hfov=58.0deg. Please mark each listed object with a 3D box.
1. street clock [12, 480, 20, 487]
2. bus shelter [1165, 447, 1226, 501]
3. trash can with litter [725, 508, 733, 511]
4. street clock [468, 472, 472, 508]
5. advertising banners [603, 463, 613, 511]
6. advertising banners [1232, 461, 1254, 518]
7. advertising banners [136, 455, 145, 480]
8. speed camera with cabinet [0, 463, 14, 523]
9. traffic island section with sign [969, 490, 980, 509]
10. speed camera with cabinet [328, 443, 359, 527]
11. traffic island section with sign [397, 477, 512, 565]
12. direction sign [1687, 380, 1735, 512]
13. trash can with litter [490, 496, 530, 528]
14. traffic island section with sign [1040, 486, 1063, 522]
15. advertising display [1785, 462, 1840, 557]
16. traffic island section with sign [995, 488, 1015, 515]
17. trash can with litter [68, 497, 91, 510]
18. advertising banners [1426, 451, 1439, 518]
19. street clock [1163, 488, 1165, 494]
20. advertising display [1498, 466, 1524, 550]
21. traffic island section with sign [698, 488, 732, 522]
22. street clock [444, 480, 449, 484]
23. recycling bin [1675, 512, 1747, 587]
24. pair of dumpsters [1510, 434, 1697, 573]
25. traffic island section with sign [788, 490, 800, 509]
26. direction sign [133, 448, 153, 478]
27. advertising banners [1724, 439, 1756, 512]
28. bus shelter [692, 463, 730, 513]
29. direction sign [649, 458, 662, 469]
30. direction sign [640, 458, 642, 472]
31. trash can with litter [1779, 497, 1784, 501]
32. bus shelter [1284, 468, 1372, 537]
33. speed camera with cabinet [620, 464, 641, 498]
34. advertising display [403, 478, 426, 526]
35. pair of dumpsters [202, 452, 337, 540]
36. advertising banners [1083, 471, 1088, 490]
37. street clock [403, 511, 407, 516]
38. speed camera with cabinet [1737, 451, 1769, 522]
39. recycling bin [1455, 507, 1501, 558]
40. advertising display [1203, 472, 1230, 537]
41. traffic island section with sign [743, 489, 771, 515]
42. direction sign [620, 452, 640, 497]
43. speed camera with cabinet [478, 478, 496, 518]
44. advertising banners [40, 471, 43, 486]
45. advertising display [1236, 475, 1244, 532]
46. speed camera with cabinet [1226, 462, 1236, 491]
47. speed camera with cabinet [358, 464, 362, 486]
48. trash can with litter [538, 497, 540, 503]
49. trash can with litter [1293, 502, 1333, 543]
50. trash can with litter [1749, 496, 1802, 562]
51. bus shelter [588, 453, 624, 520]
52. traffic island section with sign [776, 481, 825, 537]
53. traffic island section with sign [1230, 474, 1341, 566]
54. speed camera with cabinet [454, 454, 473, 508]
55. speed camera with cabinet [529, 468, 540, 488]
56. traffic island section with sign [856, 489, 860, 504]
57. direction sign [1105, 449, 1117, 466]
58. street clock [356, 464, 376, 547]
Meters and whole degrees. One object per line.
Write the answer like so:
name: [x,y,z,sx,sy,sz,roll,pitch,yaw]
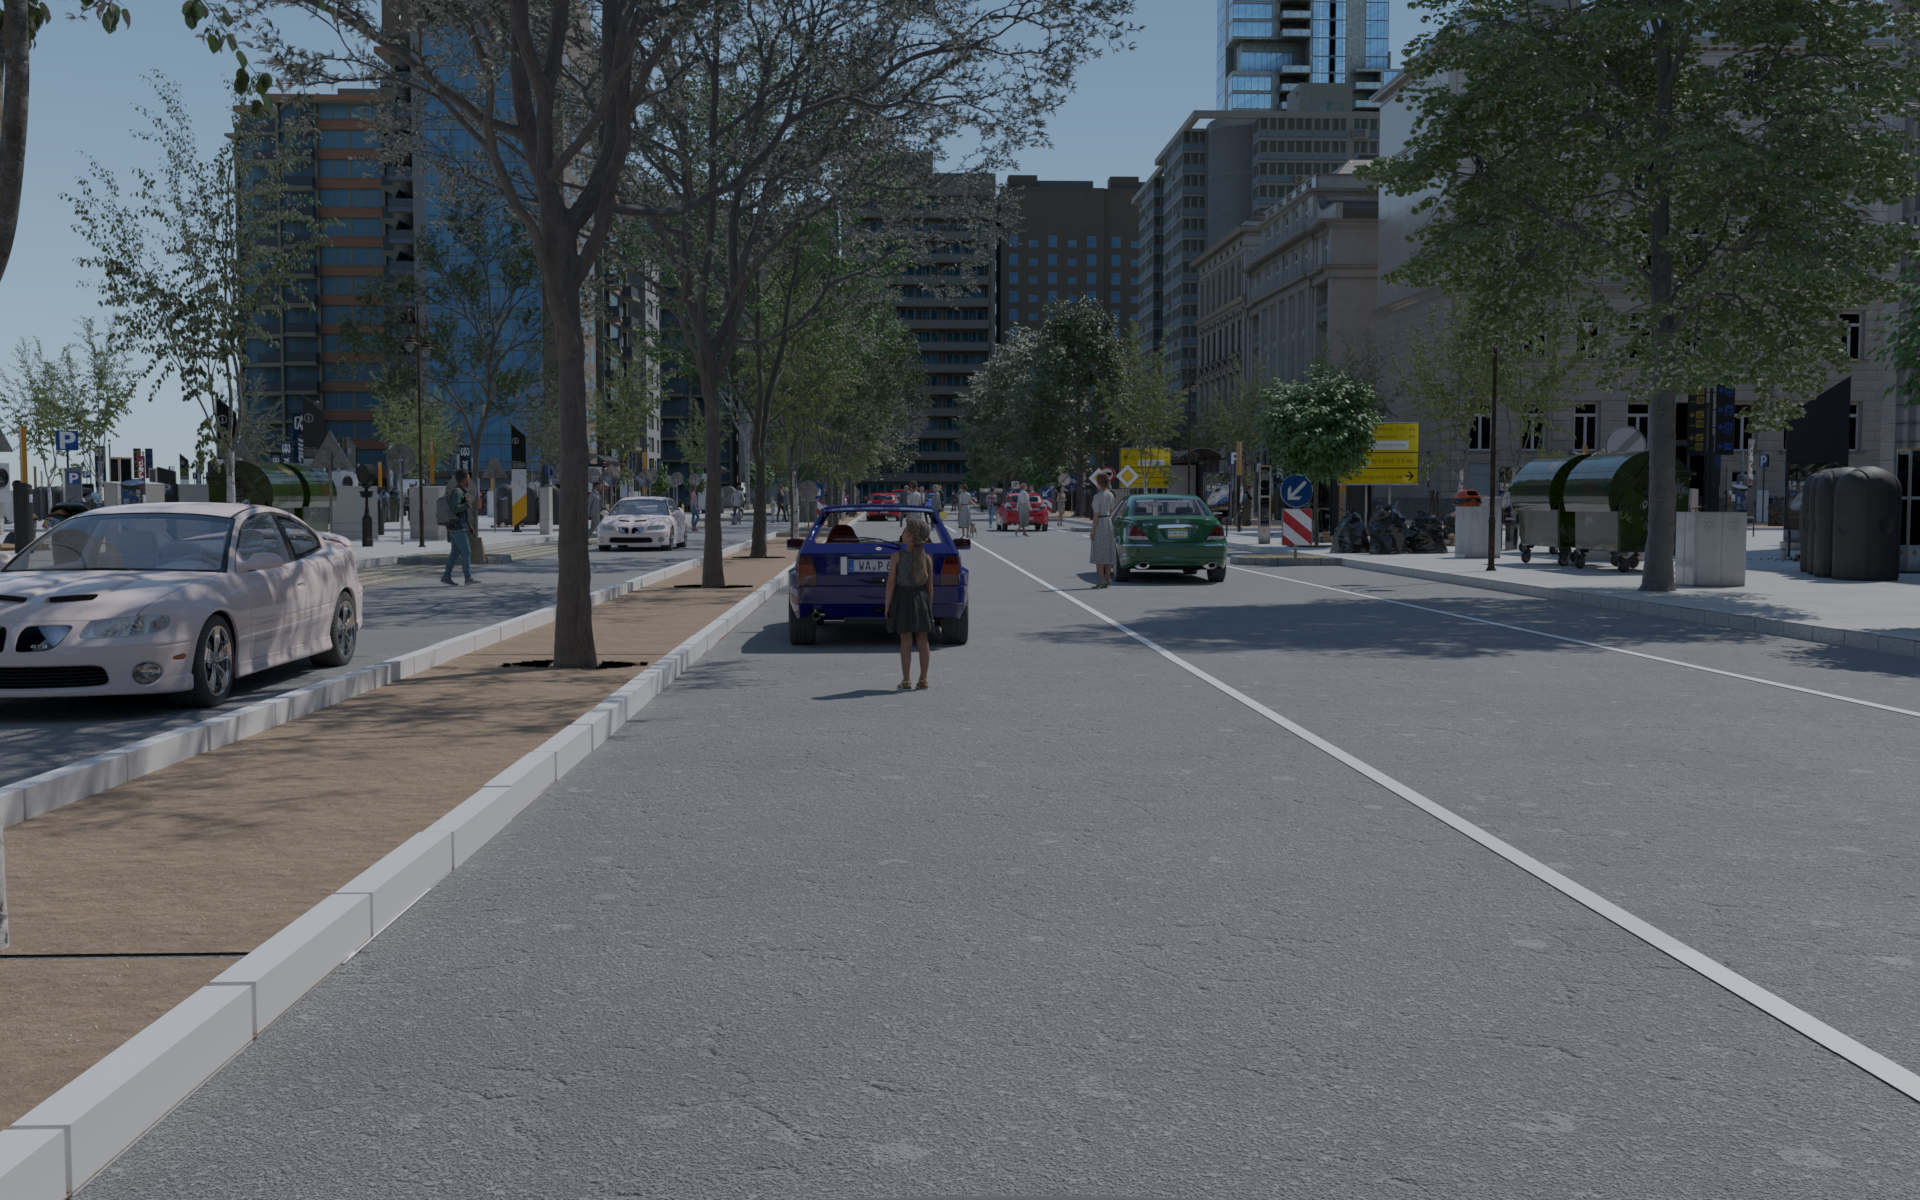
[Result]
street clock: [-48.386,-5.161,88.949,0.471,2.002,0.358,-3,5,-40]
bus shelter: [10.419,-5.133,77.852,2.014,3.302,5.546,0,4,-2]
trash can with litter: [-18.487,-7.530,134.180,2.233,1.210,1.678,0,4,-3]
street clock: [-16.015,-3.171,56.414,0.358,2.002,0.471,2,4,35]
advertising banners: [-20.236,-6.167,97.025,0.090,3.025,2.074,1,4,21]
advertising banners: [14.507,-5.813,91.232,2.074,3.025,0.090,-1,4,-13]
advertising banners: [-37.044,-5.100,79.569,0.090,3.025,2.074,1,4,17]
speed camera with cabinet: [-41.978,-5.004,76.158,0.660,3.252,2.038,0,4,7]
traffic island section with sign: [1.208,-9.753,168.090,1.989,1.847,2.006,0,4,-2]
speed camera with cabinet: [-24.406,-4.445,67.015,0.660,3.252,2.038,2,4,25]
traffic island section with sign: [-10.408,-1.668,35.894,1.989,1.847,2.006,0,4,-2]
direction sign: [15.040,-2.615,34.751,0.876,3.537,0.379,2,4,34]
trash can with litter: [-17.175,-3.383,66.367,1.678,1.210,2.233,2,4,26]
traffic island section with sign: [4.348,-5.038,90.998,1.989,1.847,2.006,0,4,-2]
advertising display: [17.065,-1.803,34.694,0.123,1.923,0.974,-3,5,-42]
traffic island section with sign: [3.242,-6.691,118.018,1.989,1.847,2.006,0,4,-2]
trash can with litter: [-22.059,-2.024,44.144,2.233,1.210,1.678,0,4,-7]
advertising banners: [19.071,-4.512,69.958,0.090,3.025,2.074,0,4,2]
street clock: [10.296,-5.024,86.719,0.358,2.002,0.471,1,4,16]
advertising display: [12.748,-2.127,39.991,0.123,1.923,0.974,-1,4,-15]
traffic island section with sign: [-12.626,-5.012,90.571,1.989,1.847,2.006,0,4,-2]
street clock: [-26.859,-5.264,90.644,0.358,2.002,0.471,-1,4,-19]
recycling bin: [10.539,-0.720,24.323,0.722,1.027,0.722,0,4,0]
pair of dumpsters: [11.143,-1.693,30.174,1.574,2.255,4.437,0,4,-2]
traffic island section with sign: [-15.756,-9.732,167.740,1.989,1.847,2.006,0,4,-2]
direction sign: [-40.407,-5.734,85.744,0.876,3.537,0.379,-2,4,-27]
advertising banners: [24.515,-3.562,54.427,2.074,3.025,0.090,-3,5,-42]
bus shelter: [-16.573,-7.433,115.453,2.014,3.302,5.546,0,4,-2]
direction sign: [-19.251,-7.192,109.588,0.876,3.537,0.379,1,4,11]
direction sign: [-20.447,-7.221,110.063,0.876,3.537,0.379,1,4,12]
trash can with litter: [64.828,-7.602,135.676,1.055,1.170,0.624,2,4,23]
bus shelter: [11.572,-3.921,55.396,1.731,3.624,6.357,0,4,-2]
speed camera with cabinet: [-21.578,-7.289,113.511,0.660,3.252,2.038,1,4,16]
advertising display: [-22.222,-3.989,70.435,0.974,1.923,0.123,-1,4,-16]
pair of dumpsters: [-15.213,-2.189,38.290,1.574,2.255,4.437,0,4,-2]
advertising banners: [9.545,-7.733,122.622,2.074,3.025,0.090,0,4,4]
street clock: [-32.475,-5.911,101.209,0.358,2.002,0.471,-3,5,-41]
speed camera with cabinet: [36.325,-5.201,79.366,0.660,3.252,2.038,0,4,-1]
recycling bin: [10.445,-1.369,34.931,0.722,1.027,0.722,0,4,-2]
advertising display: [7.658,-2.844,51.709,0.974,1.923,0.123,-2,4,-34]
traffic island section with sign: [-13.727,-6.673,117.724,1.989,1.847,2.006,0,4,-2]
direction sign: [-17.927,-6.208,93.490,0.876,3.537,0.379,-3,4,-38]
speed camera with cabinet: [-25.904,-6.139,94.716,2.038,3.252,0.660,-1,4,-16]
advertising banners: [-70.089,-8.294,131.786,0.090,3.025,2.074,-3,5,-43]
advertising display: [9.511,-3.278,58.813,0.123,1.923,0.974,1,4,17]
speed camera with cabinet: [17.339,-7.249,112.850,0.660,3.252,2.038,1,4,19]
speed camera with cabinet: [-39.992,-7.267,113.146,2.038,3.252,0.660,-1,4,-16]
trash can with litter: [-32.048,-7.231,129.620,0.624,1.170,1.055,3,5,40]
trash can with litter: [9.306,-2.090,45.566,1.055,1.170,0.624,-1,4,-21]
trash can with litter: [16.058,-1.338,32.927,1.678,1.210,2.233,1,4,16]
bus shelter: [-18.437,-5.737,87.731,2.014,3.302,5.546,0,4,-2]
traffic island section with sign: [-5.137,-3.065,58.243,2.006,1.907,1.989,0,4,-2]
traffic island section with sign: [6.605,-1.641,35.453,1.989,1.847,2.006,0,4,-2]
speed camera with cabinet: [-25.057,-5.572,85.441,0.660,3.252,2.038,2,4,25]
speed camera with cabinet: [-32.786,-8.412,131.874,0.660,3.252,2.038,1,4,20]
traffic island section with sign: [-8.484,-8.109,140.721,2.006,1.907,1.989,0,4,-2]
direction sign: [7.591,-5.799,86.803,0.876,3.537,0.379,-2,4,-34]
street clock: [-14.414,-2.294,42.081,0.471,2.002,0.358,2,4,34]
